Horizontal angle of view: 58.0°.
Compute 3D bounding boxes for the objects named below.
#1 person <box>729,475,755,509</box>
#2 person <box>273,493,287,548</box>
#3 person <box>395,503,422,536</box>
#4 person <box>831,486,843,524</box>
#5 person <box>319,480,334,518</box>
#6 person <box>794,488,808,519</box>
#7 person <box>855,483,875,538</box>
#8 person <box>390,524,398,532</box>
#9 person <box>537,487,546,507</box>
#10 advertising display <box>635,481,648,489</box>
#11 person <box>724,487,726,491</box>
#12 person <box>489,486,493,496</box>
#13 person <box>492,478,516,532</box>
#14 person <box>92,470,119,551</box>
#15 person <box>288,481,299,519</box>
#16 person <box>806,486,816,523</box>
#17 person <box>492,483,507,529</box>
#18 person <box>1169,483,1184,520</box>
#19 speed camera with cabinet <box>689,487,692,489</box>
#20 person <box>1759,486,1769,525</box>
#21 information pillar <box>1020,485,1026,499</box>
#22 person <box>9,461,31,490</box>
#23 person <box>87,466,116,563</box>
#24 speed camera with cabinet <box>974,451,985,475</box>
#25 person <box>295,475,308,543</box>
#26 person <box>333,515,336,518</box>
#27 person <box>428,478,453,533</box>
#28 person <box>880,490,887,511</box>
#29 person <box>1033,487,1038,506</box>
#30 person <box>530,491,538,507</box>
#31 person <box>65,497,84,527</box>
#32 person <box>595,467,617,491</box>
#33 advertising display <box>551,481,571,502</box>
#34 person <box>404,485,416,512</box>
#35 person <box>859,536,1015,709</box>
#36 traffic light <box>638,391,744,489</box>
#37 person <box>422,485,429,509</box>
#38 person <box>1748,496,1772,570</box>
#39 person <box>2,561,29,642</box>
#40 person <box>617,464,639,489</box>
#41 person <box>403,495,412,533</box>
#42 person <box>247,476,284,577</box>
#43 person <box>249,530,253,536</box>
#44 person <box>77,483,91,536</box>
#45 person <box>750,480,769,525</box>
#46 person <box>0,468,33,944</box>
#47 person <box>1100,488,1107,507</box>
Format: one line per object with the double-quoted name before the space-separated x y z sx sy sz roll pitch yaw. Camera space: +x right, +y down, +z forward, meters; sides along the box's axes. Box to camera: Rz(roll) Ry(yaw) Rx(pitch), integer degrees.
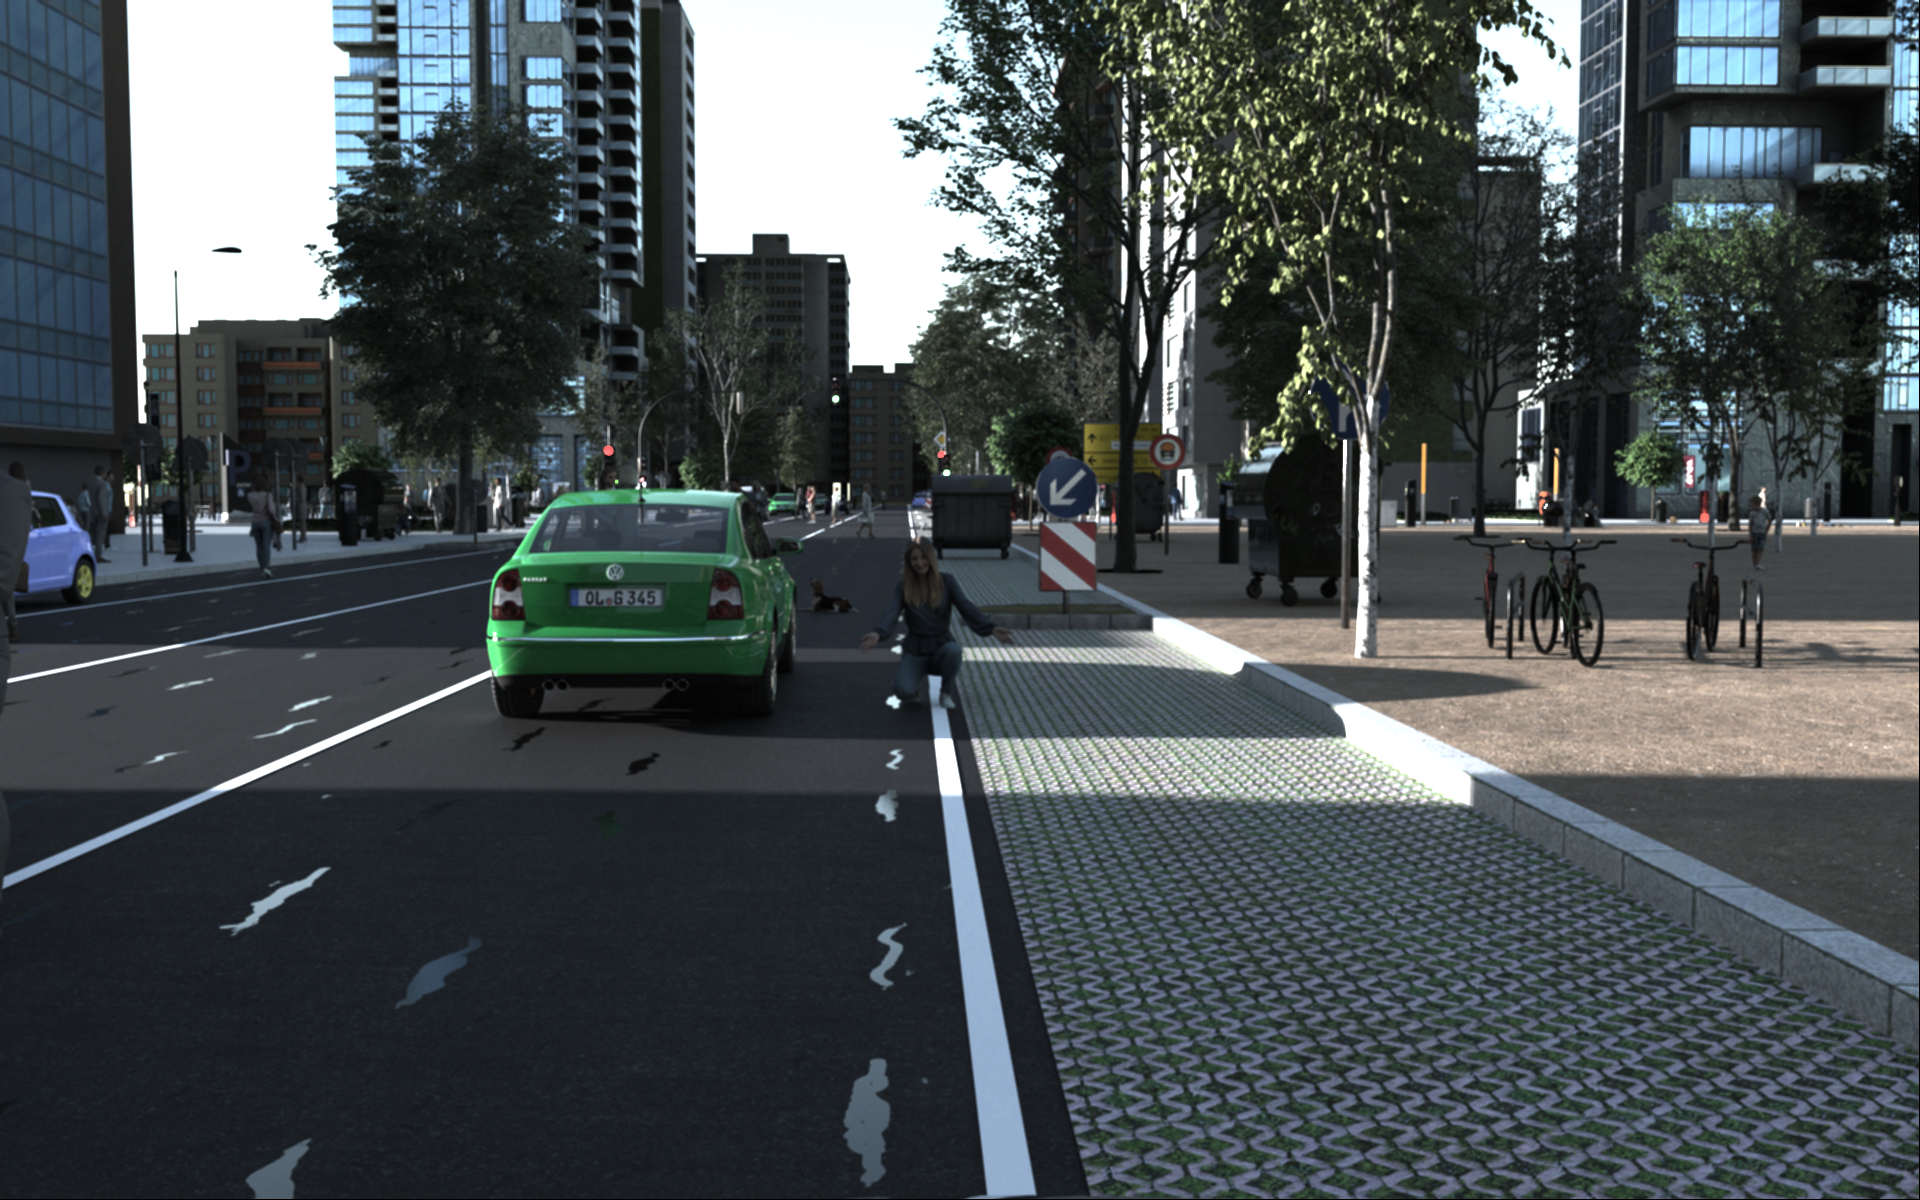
"person" -4.184 -1.463 32.771 0.623 1.781 0.721 0 4 -3
"person" -16.216 -1.885 41.149 0.425 1.301 0.394 -2 4 -26
"person" -16.852 -2.513 52.627 1.012 1.151 0.738 -1 4 -8
"person" -5.855 -4.521 82.650 0.641 1.798 0.478 0 4 3
"person" -24.472 -3.718 66.813 0.794 1.824 0.713 2 4 27
"person" -8.930 -5.427 97.623 0.834 1.777 0.661 -1 4 -10
"person" -3.115 -2.949 57.067 0.624 1.780 0.694 1 4 12
"person" -18.837 -2.887 57.511 0.475 1.303 0.640 0 4 -2
"person" -29.693 -7.134 122.784 0.679 1.850 0.850 -3 5 -44
"advertising display" -16.147 -5.054 87.846 0.974 1.923 0.123 3 5 44
"person" -17.352 -7.439 127.853 0.419 1.800 0.721 0 4 -8
"person" -29.738 -6.333 109.938 0.694 1.780 0.624 -3 5 -44
"person" -15.589 -3.255 59.105 0.795 1.843 0.661 -1 4 -19
"person" -19.486 -2.035 39.342 0.620 1.820 0.660 -3 4 -38
"person" -24.599 -3.529 64.170 0.534 1.772 0.576 2 4 27
"person" -7.301 -4.699 85.304 0.580 1.828 0.573 1 4 19
"person" -16.666 -3.431 62.687 0.519 1.759 0.362 -2 4 -27
"person" 10.601 -4.801 84.725 0.721 1.800 0.419 2 4 29
"speed camera with cabinet" -19.514 -8.180 128.079 2.038 3.252 0.660 2 4 24
"person" 33.642 -3.888 72.404 0.374 1.781 0.599 0 4 -5
"information pillar" 3.996 -6.426 109.552 0.304 2.012 0.304 -2 4 -25
"person" -15.357 -1.356 28.222 0.388 1.821 0.555 2 4 26
"person" -16.078 -1.603 32.366 0.709 1.813 0.853 2 4 33
"speed camera with cabinet" 1.246 -5.186 79.120 0.660 3.252 2.038 -1 4 -21
"person" -17.367 -2.399 45.602 0.374 1.781 0.599 -1 4 -14
"person" -25.611 -3.562 72.242 1.012 1.151 0.738 0 4 -5
"person" -17.134 -3.112 57.038 0.853 1.813 0.709 3 5 40
"person" -6.687 -8.715 151.170 0.473 1.802 0.592 -1 4 -21
"person" 5.491 -7.472 128.060 0.661 1.843 0.795 3 5 41
"person" -30.686 -7.229 124.589 0.624 1.780 0.694 -2 4 -35
"person" -20.247 -1.741 39.526 0.382 1.210 0.505 0 4 -6
"person" -4.481 -0.851 22.693 0.573 1.790 0.520 3 4 38
"advertising display" -19.852 -4.954 86.218 0.974 1.923 0.123 -2 4 -31
"person" -31.260 -5.617 98.272 0.661 1.777 0.834 0 4 1
"person" -0.133 0.146 11.609 1.012 1.151 0.738 0 4 4
"traffic light" -11.877 -6.203 76.083 4.771 5.953 1.251 0 4 -2
"person" -30.882 -5.738 100.199 0.444 1.785 0.601 -2 4 -35
"person" 13.498 -1.132 29.243 0.352 1.250 0.332 -2 4 -30
"person" -9.276 -0.484 16.532 0.709 1.813 0.853 -1 4 -18
"person" -4.242 -0.795 21.678 0.526 1.800 0.537 2 4 31
"person" -18.171 -2.821 56.846 0.352 1.250 0.332 2 4 27
"person" -12.101 -1.284 30.091 0.593 1.750 0.643 0 4 2
"person" -21.052 -2.798 52.274 0.782 1.767 0.515 2 4 32
"person" -25.557 -2.618 50.660 0.589 1.601 0.330 3 5 41
"person" -5.337 -2.279 45.952 0.537 1.800 0.526 -1 4 -9
"person" -3.139 0.212 5.304 0.520 1.790 0.573 1 4 10
"person" 10.981 -7.702 132.317 0.721 1.781 0.623 -3 5 -44
